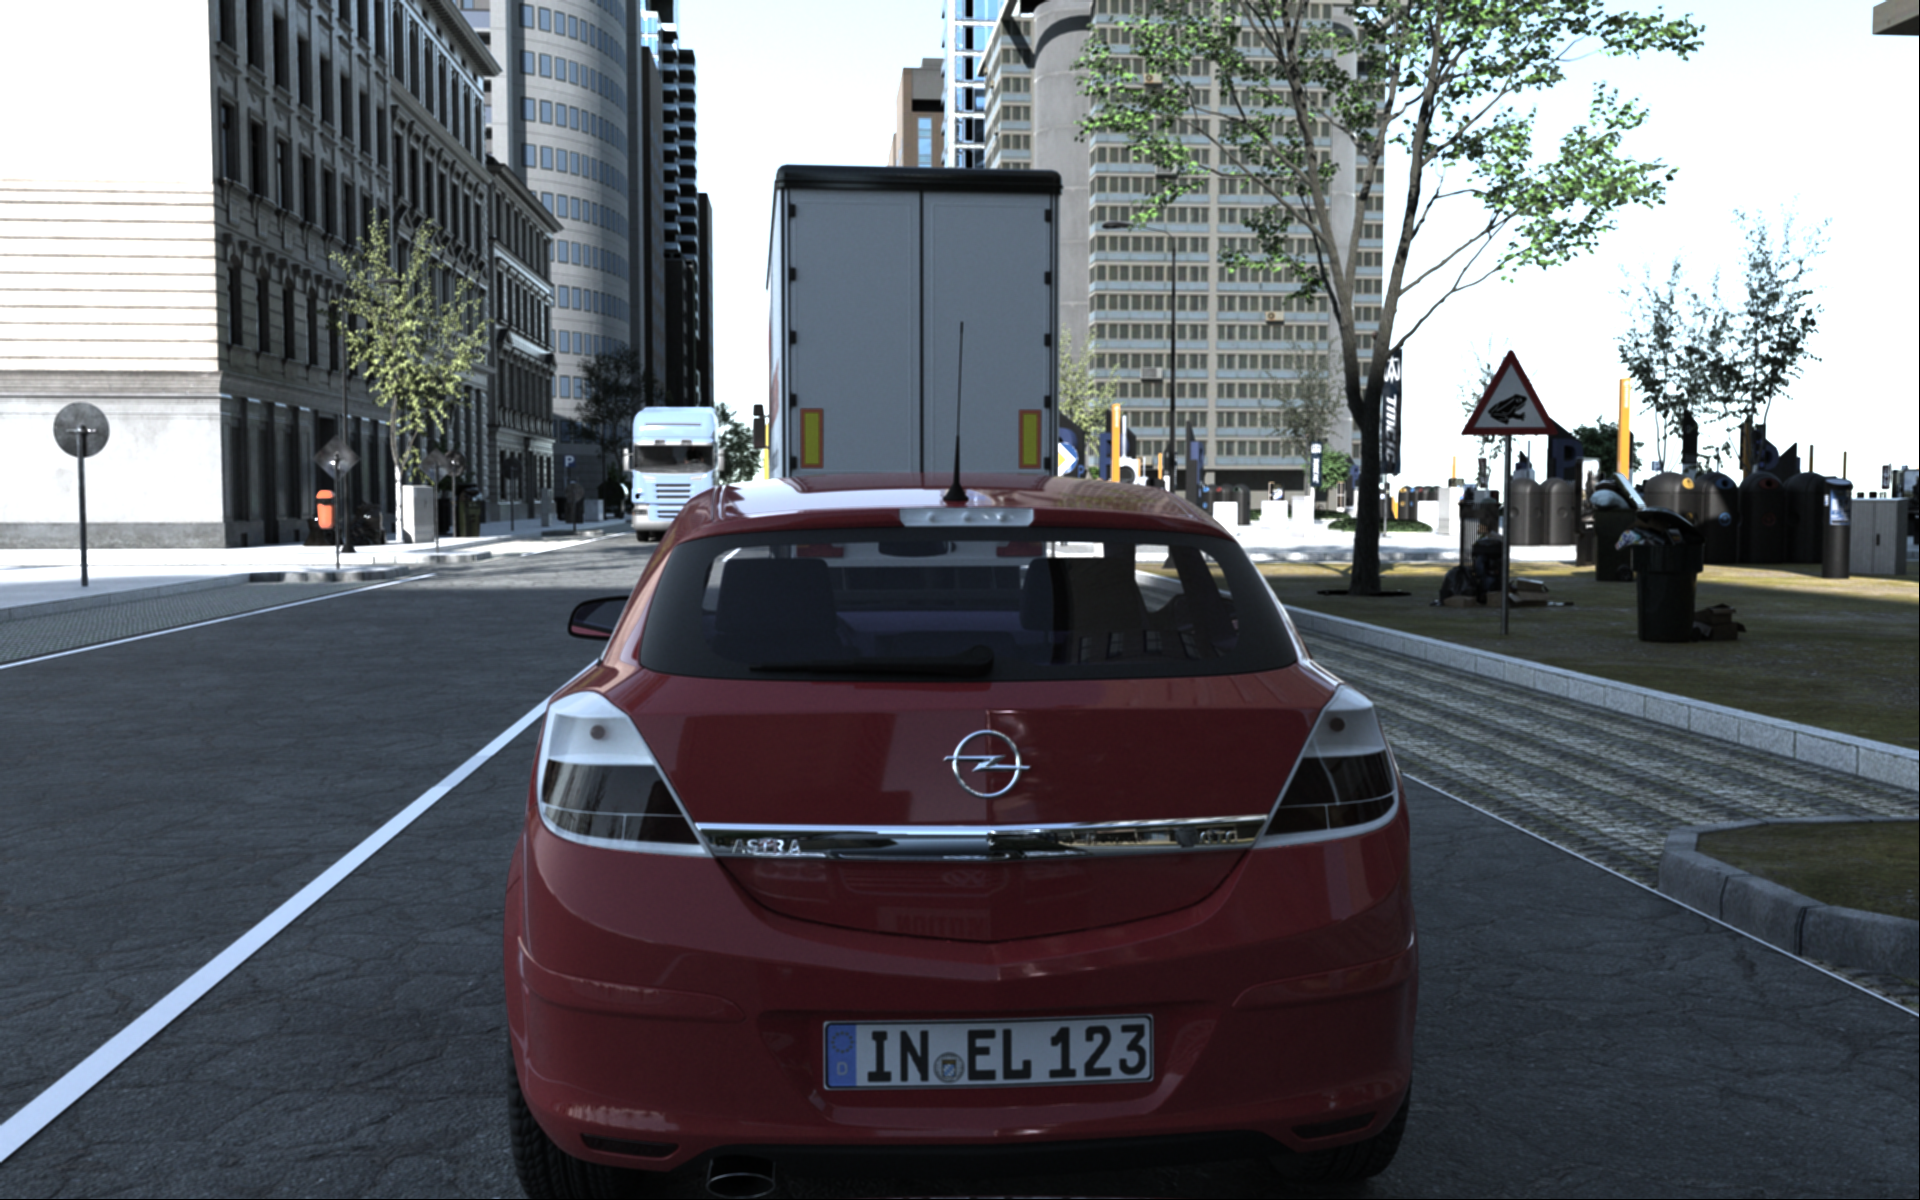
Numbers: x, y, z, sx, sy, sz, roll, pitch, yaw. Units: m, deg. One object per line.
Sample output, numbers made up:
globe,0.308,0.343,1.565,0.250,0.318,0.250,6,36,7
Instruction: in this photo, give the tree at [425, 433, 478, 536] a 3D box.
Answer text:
tree,-15.959,-3.600,53.463,1.663,3.219,1.824,0,3,0

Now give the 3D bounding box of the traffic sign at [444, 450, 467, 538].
traffic sign,-14.683,-3.066,50.233,0.768,2.556,0.104,0,4,5

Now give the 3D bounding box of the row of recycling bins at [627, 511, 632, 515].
row of recycling bins,-20.293,-6.215,108.728,1.069,1.692,3.534,-1,4,-16

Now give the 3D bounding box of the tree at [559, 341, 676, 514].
tree,-20.264,-10.402,104.492,8.767,10.594,7.601,1,4,18

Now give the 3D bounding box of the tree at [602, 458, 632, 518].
tree,-18.664,-6.018,92.988,1.663,3.219,1.824,0,3,0

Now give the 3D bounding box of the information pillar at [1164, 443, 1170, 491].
information pillar,9.482,-5.376,79.246,0.183,3.616,0.504,-2,4,-25

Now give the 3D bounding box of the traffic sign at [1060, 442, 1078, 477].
traffic sign,2.527,-2.612,42.805,0.768,2.556,0.104,0,4,-2

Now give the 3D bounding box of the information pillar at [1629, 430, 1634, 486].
information pillar,21.703,-3.979,56.411,0.183,3.616,0.504,-2,4,-26

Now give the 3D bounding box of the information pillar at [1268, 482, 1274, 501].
information pillar,19.489,-6.360,108.485,0.304,2.012,0.304,0,4,-3

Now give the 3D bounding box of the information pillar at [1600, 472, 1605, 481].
information pillar,21.160,-3.238,57.440,0.304,2.012,0.304,-1,4,-11

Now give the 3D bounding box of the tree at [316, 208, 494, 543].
tree,-14.626,-5.832,45.711,4.737,8.622,4.395,0,3,0

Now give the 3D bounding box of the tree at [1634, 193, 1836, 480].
tree,19.639,-5.664,42.976,4.360,8.622,3.978,0,3,0

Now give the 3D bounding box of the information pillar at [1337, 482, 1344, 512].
information pillar,23.151,-6.167,105.317,0.304,2.012,0.304,-3,4,-39

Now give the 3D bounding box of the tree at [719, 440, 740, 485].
tree,-30.001,-16.580,221.452,4.737,8.622,4.395,0,3,0

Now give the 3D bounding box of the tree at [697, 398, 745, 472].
tree,-26.869,-16.015,187.606,9.928,11.665,9.643,0,3,0

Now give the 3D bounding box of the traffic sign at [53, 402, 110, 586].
traffic sign,-12.185,-1.464,24.035,0.768,2.556,0.104,0,4,-1

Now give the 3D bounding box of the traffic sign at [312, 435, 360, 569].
traffic sign,-10.606,-1.580,29.480,0.795,2.450,0.064,0,4,-5

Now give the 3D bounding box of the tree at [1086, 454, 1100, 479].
tree,5.338,-4.203,63.326,1.663,3.219,1.824,0,3,0

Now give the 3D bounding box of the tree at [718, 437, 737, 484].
tree,-28.662,-15.700,207.062,4.360,8.622,3.978,0,3,0

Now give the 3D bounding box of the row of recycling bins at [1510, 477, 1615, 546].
row of recycling bins,15.299,-2.226,43.509,3.534,1.692,1.069,-1,4,-19

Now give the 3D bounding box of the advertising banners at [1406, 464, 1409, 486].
advertising banners,25.733,-6.363,100.219,0.090,3.025,2.074,2,4,26

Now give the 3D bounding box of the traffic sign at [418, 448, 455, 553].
traffic sign,-11.311,-2.067,37.434,0.795,2.450,0.064,0,4,-5

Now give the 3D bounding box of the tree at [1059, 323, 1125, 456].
tree,4.990,-7.645,75.350,4.737,8.622,4.395,0,3,0

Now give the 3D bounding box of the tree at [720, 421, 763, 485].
tree,-33.797,-21.426,268.437,7.486,12.596,7.792,0,3,0

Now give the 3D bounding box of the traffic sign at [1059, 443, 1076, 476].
traffic sign,1.642,-1.645,30.541,0.795,2.450,0.064,0,4,-5

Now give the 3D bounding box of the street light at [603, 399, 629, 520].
street light,-16.933,-6.878,85.002,1.470,5.913,1.316,0,4,-5

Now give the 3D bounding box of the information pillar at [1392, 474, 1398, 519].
information pillar,19.933,-5.381,79.336,0.183,3.616,0.504,0,4,-7

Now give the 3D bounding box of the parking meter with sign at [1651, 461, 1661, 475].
parking meter with sign,36.319,-5.700,89.450,0.543,3.016,1.738,0,4,-2

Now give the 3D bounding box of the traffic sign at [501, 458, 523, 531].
traffic sign,-15.638,-3.690,60.444,0.768,2.556,0.104,0,4,0

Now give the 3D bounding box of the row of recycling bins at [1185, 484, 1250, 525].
row of recycling bins,10.815,-4.010,72.678,1.069,1.692,3.534,-3,4,-36

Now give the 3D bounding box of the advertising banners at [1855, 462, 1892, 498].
advertising banners,54.955,-6.611,104.275,0.090,3.025,2.074,-2,4,-34

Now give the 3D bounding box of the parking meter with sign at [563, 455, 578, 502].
parking meter with sign,-17.165,-4.913,76.583,0.543,3.016,1.738,-1,4,-19

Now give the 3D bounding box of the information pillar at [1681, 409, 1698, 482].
information pillar,20.022,-3.439,47.579,0.504,3.616,0.183,-1,4,-21

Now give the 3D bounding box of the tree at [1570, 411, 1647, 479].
tree,25.406,-5.205,68.810,4.285,4.588,4.351,0,3,0

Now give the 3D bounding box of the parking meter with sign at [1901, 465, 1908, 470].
parking meter with sign,57.275,-6.570,103.673,1.738,3.016,0.543,0,4,-6

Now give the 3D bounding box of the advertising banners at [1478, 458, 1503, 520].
advertising banners,25.570,-5.292,82.707,0.090,3.025,2.074,-3,4,-37

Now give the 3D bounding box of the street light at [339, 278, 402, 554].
street light,-12.713,-3.966,37.385,1.470,5.913,1.316,0,4,-5

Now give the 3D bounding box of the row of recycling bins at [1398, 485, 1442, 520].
row of recycling bins,22.485,-4.719,84.271,1.069,1.692,3.534,-1,4,-17

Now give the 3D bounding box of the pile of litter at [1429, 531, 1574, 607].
pile of litter,6.279,-0.371,20.024,1.719,0.858,1.176,0,4,7

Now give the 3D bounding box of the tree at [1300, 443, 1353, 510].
tree,23.265,-7.724,110.008,4.285,4.588,4.351,0,3,0

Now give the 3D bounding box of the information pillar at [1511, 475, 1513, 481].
information pillar,21.584,-3.869,67.752,0.304,2.012,0.304,0,4,6

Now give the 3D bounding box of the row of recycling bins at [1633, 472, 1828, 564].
row of recycling bins,14.394,-1.529,32.115,3.534,1.692,1.069,0,4,-6

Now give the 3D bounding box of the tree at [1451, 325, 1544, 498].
tree,23.579,-7.728,76.720,4.360,8.622,3.978,0,3,0

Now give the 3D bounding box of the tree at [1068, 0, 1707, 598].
tree,5.066,-5.856,21.506,9.928,11.665,9.643,0,3,0

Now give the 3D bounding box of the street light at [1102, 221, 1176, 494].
street light,3.111,-3.494,29.669,1.470,5.913,1.316,0,4,-5

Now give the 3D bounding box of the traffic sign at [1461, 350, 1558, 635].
traffic sign,4.963,-0.961,15.713,0.884,2.594,0.081,0,4,-2
